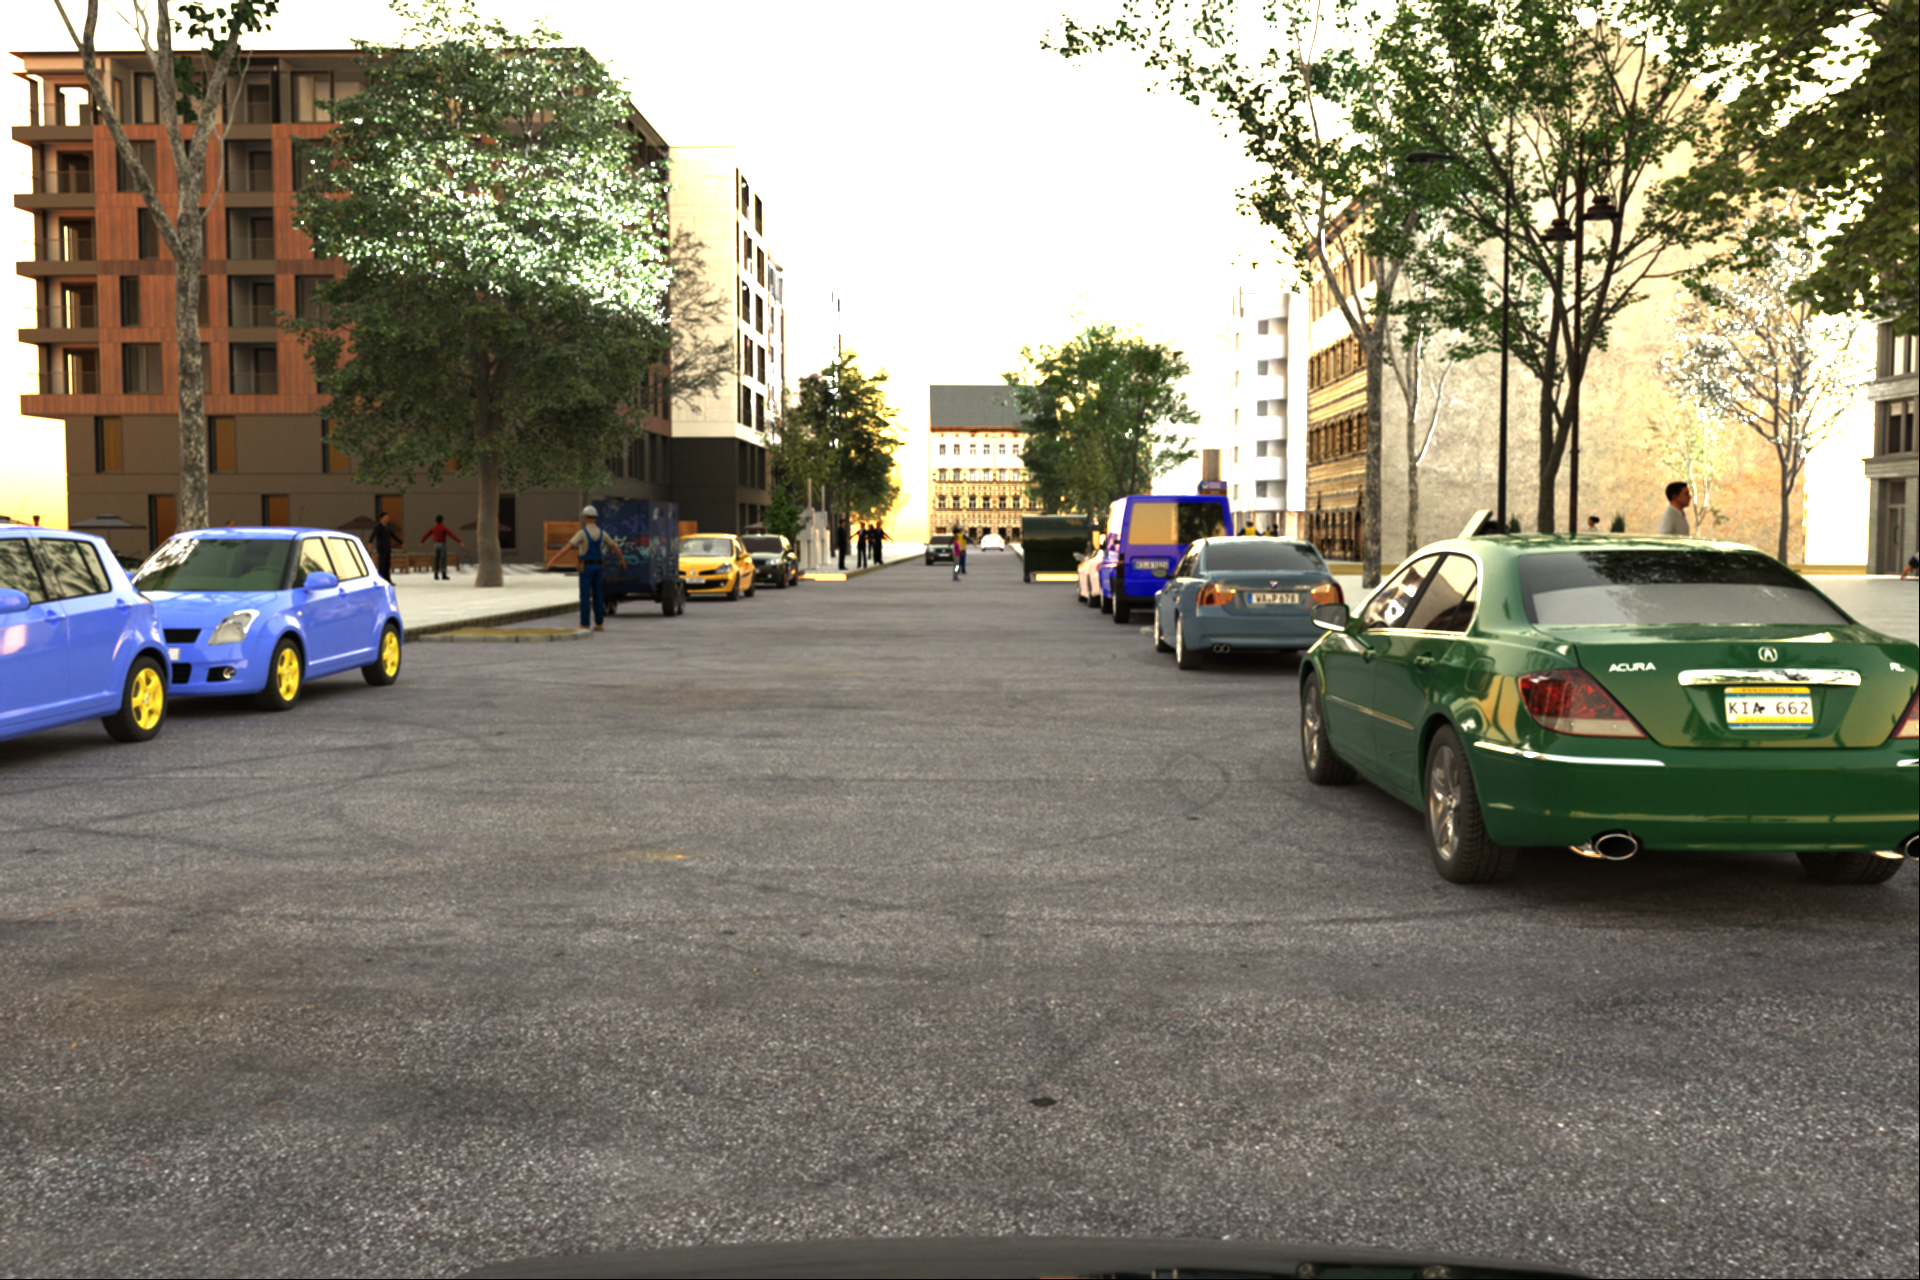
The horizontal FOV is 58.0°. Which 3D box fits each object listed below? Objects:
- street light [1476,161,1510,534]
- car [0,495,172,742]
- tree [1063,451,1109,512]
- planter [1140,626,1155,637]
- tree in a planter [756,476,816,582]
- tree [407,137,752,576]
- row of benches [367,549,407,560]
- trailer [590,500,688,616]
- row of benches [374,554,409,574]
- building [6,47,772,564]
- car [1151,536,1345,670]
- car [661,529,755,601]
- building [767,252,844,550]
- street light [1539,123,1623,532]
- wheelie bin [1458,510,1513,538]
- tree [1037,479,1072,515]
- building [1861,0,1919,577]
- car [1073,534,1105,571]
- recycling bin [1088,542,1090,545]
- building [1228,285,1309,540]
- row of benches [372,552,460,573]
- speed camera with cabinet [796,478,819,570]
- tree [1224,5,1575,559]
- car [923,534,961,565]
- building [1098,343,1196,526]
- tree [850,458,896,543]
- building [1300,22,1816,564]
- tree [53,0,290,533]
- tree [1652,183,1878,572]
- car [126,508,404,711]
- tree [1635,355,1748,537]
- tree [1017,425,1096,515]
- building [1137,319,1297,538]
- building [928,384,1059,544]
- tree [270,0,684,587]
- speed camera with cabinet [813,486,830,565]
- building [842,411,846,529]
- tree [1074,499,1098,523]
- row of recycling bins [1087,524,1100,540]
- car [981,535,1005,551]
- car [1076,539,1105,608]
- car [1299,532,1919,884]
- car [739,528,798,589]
[{"bbox_3d":[7.182,-2.971,21.119,1.470,5.913,1.316,0,4,2],"label":"street light"},{"bbox_3d":[-6.476,-0.068,10.703,1.945,1.707,3.694,0,4,2],"label":"car"},{"bbox_3d":[8.811,-10.381,120.089,4.737,8.622,4.395,0,3,0],"label":"tree"},{"bbox_3d":[3.587,-0.213,24.615,1.991,0.319,1.994,0,4,1],"label":"planter"},{"bbox_3d":[-5.466,-3.411,52.987,1.991,3.239,1.994,0,4,1],"label":"tree in a planter"},{"bbox_3d":[-11.636,-8.734,53.168,12.009,13.543,11.850,0,3,0],"label":"tree"},{"bbox_3d":[-23.422,-3.359,70.382,1.422,0.672,4.104,0,4,0],"label":"row of benches"},{"bbox_3d":[-5.662,-1.388,29.738,1.471,1.999,3.904,0,4,1],"label":"trailer"},{"bbox_3d":[-19.790,-2.442,55.395,4.104,0.672,1.422,-1,4,-18],"label":"row of benches"},{"bbox_3d":[-25.839,-15.023,89.603,27.936,21.610,32.646,0,4,1],"label":"building"},{"bbox_3d":[3.206,-0.461,19.533,2.014,1.417,4.499,0,4,2],"label":"car"},{"bbox_3d":[-5.583,-1.715,38.272,2.015,1.641,3.980,0,4,1],"label":"car"},{"bbox_3d":[-24.119,-17.600,131.734,27.936,21.610,32.646,0,4,1],"label":"building"},{"bbox_3d":[7.144,-2.893,20.086,0.468,5.910,1.993,0,4,1],"label":"street light"},{"bbox_3d":[6.930,-0.921,22.968,0.693,1.594,0.980,0,4,2],"label":"wheelie bin"},{"bbox_3d":[8.893,-11.920,145.250,4.360,8.622,3.978,0,3,0],"label":"tree"},{"bbox_3d":[30.139,-11.925,41.657,8.464,21.280,15.925,0,4,1],"label":"building"},{"bbox_3d":[3.637,-1.799,39.642,2.015,1.641,3.980,0,4,0],"label":"car"},{"bbox_3d":[4.272,-2.737,57.297,0.722,1.027,0.722,0,4,0],"label":"recycling bin"},{"bbox_3d":[25.727,-16.866,132.178,16.016,20.090,11.380,0,4,1],"label":"building"},{"bbox_3d":[-18.371,-2.649,58.780,1.422,0.672,4.104,1,4,19],"label":"row of benches"},{"bbox_3d":[-5.472,-4.141,62.038,0.660,3.252,2.038,0,4,3],"label":"speed camera with cabinet"},{"bbox_3d":[16.090,-12.701,63.555,12.611,20.169,13.585,0,3,0],"label":"tree"},{"bbox_3d":[-0.693,-4.337,80.690,2.009,1.686,4.222,0,4,1],"label":"car"},{"bbox_3d":[29.895,-21.892,201.904,27.936,21.610,32.646,0,4,1],"label":"building"},{"bbox_3d":[-12.860,-20.333,250.572,7.486,12.596,7.792,0,3,0],"label":"tree"},{"bbox_3d":[27.548,-15.442,83.413,19.493,23.208,18.063,0,4,2],"label":"building"},{"bbox_3d":[-12.965,-10.353,25.165,12.611,20.169,13.585,0,3,0],"label":"tree"},{"bbox_3d":[28.232,-9.079,58.810,12.009,13.543,11.850,0,3,0],"label":"tree"},{"bbox_3d":[-6.248,-0.340,15.150,1.945,1.707,3.694,0,4,1],"label":"car"},{"bbox_3d":[30.024,-7.312,69.908,4.360,8.622,3.978,0,3,0],"label":"tree"},{"bbox_3d":[9.109,-14.277,159.190,9.928,11.665,9.643,0,3,0],"label":"tree"},{"bbox_3d":[28.065,-21.122,176.276,19.493,23.208,18.063,0,4,1],"label":"building"},{"bbox_3d":[4.497,-25.606,252.041,18.063,23.208,19.493,0,4,-2],"label":"building"},{"bbox_3d":[-11.336,-8.260,41.711,9.857,13.997,8.962,0,3,0],"label":"tree"},{"bbox_3d":[-5.764,-4.718,71.472,0.660,3.252,2.038,0,4,1],"label":"speed camera with cabinet"},{"bbox_3d":[-22.355,-21.822,187.726,19.493,23.208,18.063,0,4,1],"label":"building"},{"bbox_3d":[20.241,-20.915,248.607,9.857,13.997,8.962,0,3,0],"label":"tree"},{"bbox_3d":[5.458,-4.002,72.545,1.069,1.692,3.534,0,4,0],"label":"row of recycling bins"},{"bbox_3d":[2.756,-8.148,145.575,2.083,1.381,4.827,0,4,1],"label":"car"},{"bbox_3d":[3.421,-1.394,35.148,2.083,1.381,4.827,0,4,0],"label":"car"},{"bbox_3d":[2.910,0.200,8.522,2.131,1.459,4.920,0,4,0],"label":"car"},{"bbox_3d":[-5.394,-2.261,46.747,2.009,1.686,4.222,0,4,1],"label":"car"}]
